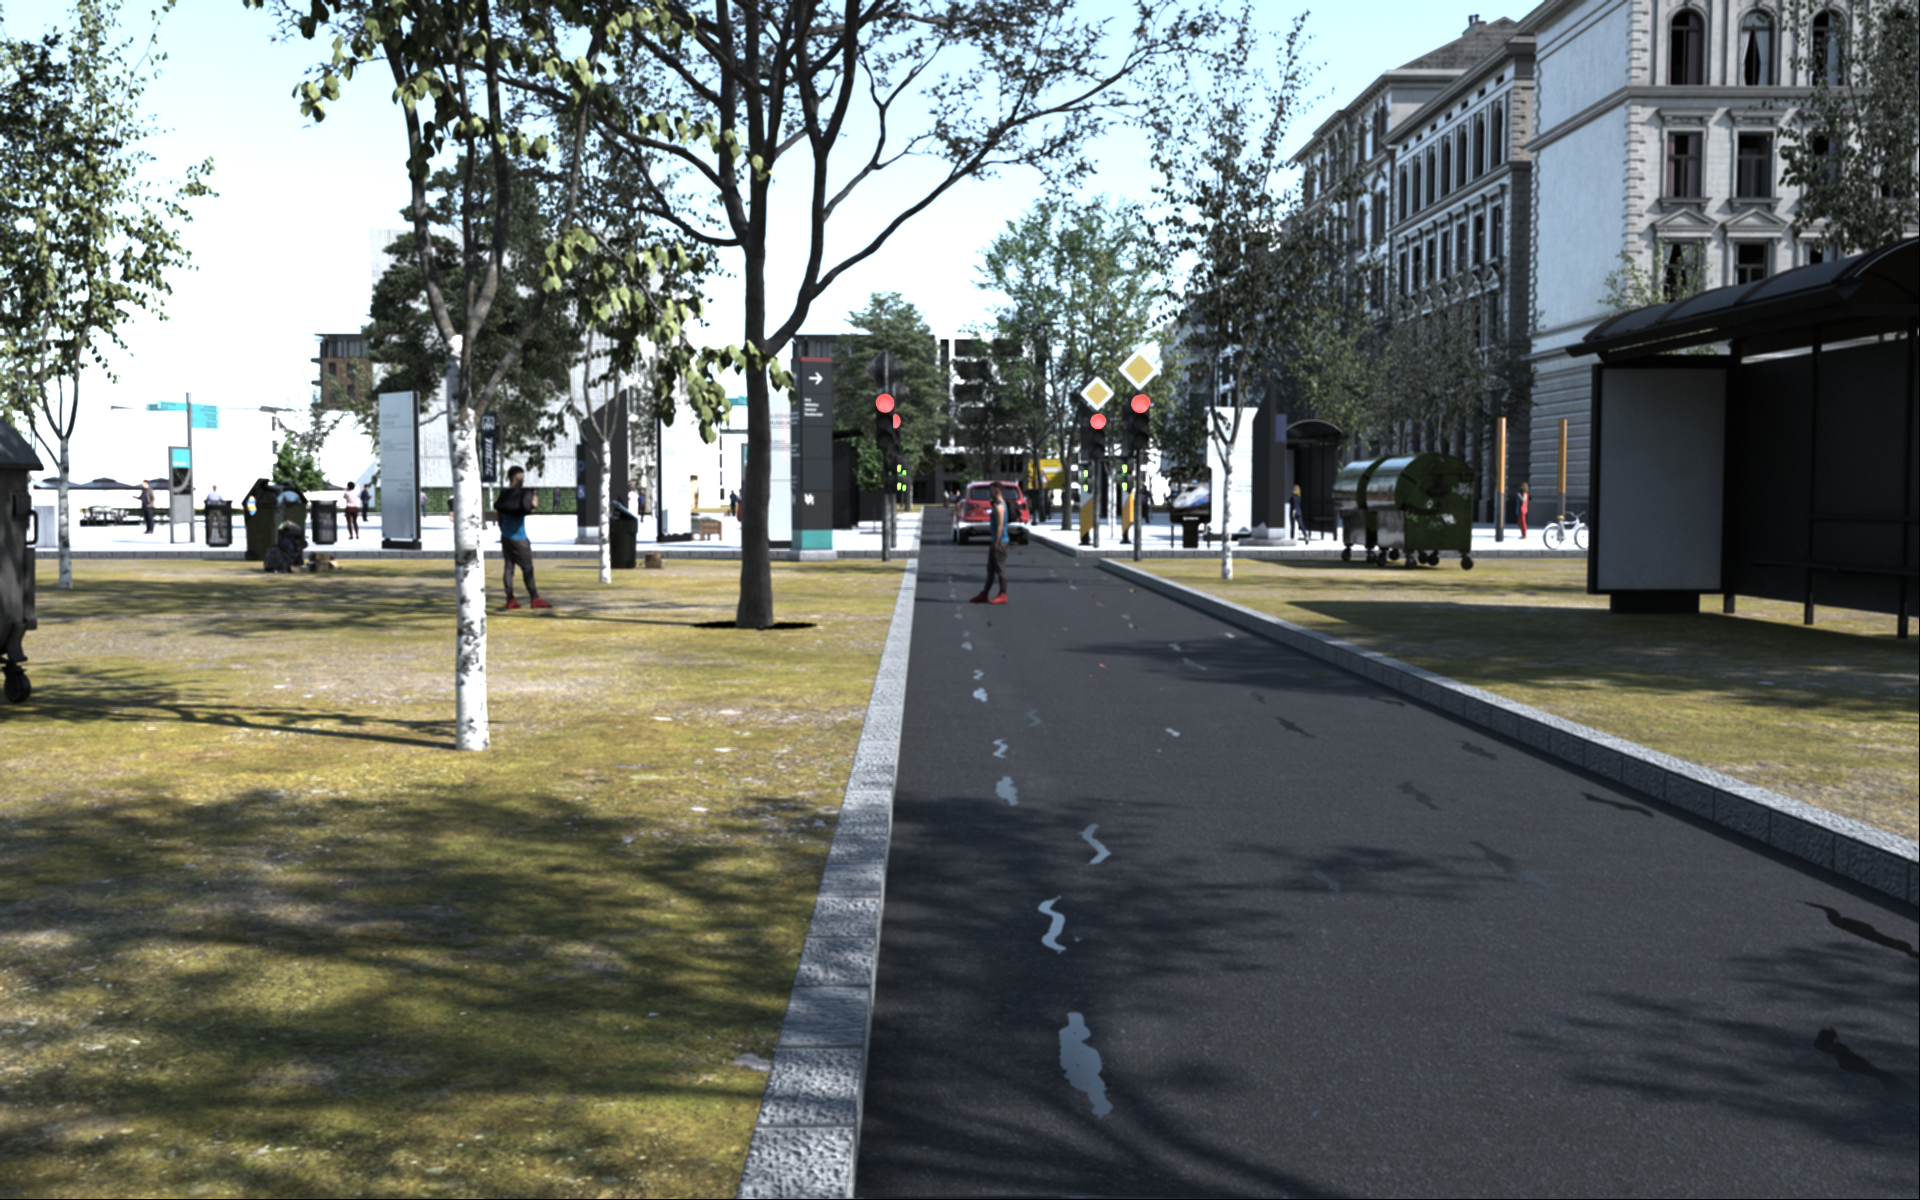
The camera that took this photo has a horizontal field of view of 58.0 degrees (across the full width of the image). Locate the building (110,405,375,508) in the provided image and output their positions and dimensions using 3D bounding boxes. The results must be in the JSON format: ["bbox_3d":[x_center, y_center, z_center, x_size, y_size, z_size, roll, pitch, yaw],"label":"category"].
[{"bbox_3d":[-65.851,-13.794,167.681,28.070,9.664,9.099,0,4,-1],"label":"building"}]

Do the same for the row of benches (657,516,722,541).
[{"bbox_3d":[-7.734,-2.062,49.184,1.422,0.672,4.104,-2,4,-27],"label":"row of benches"}]

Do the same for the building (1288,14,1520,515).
[{"bbox_3d":[28.962,-19.385,104.332,14.401,28.519,23.554,0,4,-1],"label":"building"}]

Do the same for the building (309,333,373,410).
[{"bbox_3d":[-66.317,-23.657,230.762,32.646,21.610,27.936,0,4,-1],"label":"building"}]

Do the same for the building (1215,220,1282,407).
[{"bbox_3d":[35.026,-18.464,145.859,27.936,21.610,32.646,0,4,-1],"label":"building"}]

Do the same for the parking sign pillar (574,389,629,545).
[{"bbox_3d":[-9.092,-3.399,44.046,1.447,3.967,1.447,3,5,44],"label":"parking sign pillar"}]

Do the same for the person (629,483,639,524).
[{"bbox_3d":[-13.935,-4.086,73.512,0.551,1.740,0.621,-3,4,-37],"label":"person"}]

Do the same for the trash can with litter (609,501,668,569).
[{"bbox_3d":[-5.580,-1.132,29.891,1.055,1.170,0.624,0,4,-5],"label":"trash can with litter"}]

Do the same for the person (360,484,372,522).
[{"bbox_3d":[-27.317,-4.466,79.766,0.504,1.737,0.576,0,4,-7],"label":"person"}]

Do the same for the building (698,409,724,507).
[{"bbox_3d":[-37.780,-13.808,167.909,28.070,9.664,9.099,0,4,-1],"label":"building"}]

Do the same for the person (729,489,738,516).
[{"bbox_3d":[-13.225,-5.678,101.092,0.499,1.552,0.429,2,4,24],"label":"person"}]

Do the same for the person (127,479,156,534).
[{"bbox_3d":[-26.216,-2.992,55.499,0.750,1.759,0.617,-3,5,-41],"label":"person"}]

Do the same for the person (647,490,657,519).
[{"bbox_3d":[-15.899,-5.019,90.057,0.963,1.587,0.435,-2,4,-35],"label":"person"}]

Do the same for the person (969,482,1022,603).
[{"bbox_3d":[0.467,-0.758,22.771,0.662,1.594,0.647,0,4,-7],"label":"person"}]

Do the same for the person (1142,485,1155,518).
[{"bbox_3d":[10.080,-5.284,92.962,0.750,1.759,0.617,0,4,-2],"label":"person"}]

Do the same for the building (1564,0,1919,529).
[{"bbox_3d":[32.309,-14.436,64.905,19.941,23.489,11.050,0,4,-1],"label":"building"}]

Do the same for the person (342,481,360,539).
[{"bbox_3d":[-17.244,-2.540,49.025,0.517,1.644,0.566,0,4,4],"label":"person"}]

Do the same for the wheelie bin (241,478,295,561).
[{"bbox_3d":[-13.354,-1.552,33.284,0.693,1.594,0.980,0,4,-5],"label":"wheelie bin"}]

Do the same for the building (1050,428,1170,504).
[{"bbox_3d":[25.643,-17.258,224.311,28.070,9.664,9.099,0,4,-1],"label":"building"}]

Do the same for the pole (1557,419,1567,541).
[{"bbox_3d":[16.398,-3.263,47.196,0.158,3.312,0.155,0,3,0],"label":"pole"}]

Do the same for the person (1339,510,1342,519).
[{"bbox_3d":[19.702,-5.067,89.686,0.742,1.727,0.445,1,4,22],"label":"person"}]

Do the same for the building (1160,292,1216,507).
[{"bbox_3d":[27.761,-19.073,168.259,16.016,20.091,11.380,0,4,-1],"label":"building"}]

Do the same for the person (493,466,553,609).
[{"bbox_3d":[-4.875,-0.696,19.288,0.647,1.594,0.662,2,4,27],"label":"person"}]

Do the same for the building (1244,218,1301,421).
[{"bbox_3d":[28.691,-16.354,123.802,16.016,20.091,11.380,0,4,-1],"label":"building"}]

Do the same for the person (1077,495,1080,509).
[{"bbox_3d":[10.177,-8.345,145.720,0.697,1.427,0.421,2,4,35],"label":"person"}]

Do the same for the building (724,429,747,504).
[{"bbox_3d":[-35.782,-17.156,222.649,28.070,9.664,9.099,0,4,-1],"label":"building"}]

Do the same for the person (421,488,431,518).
[{"bbox_3d":[-29.164,-5.257,93.955,0.963,1.587,0.435,0,4,-3],"label":"person"}]

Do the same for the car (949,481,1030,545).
[{"bbox_3d":[0.862,-2.551,50.377,2.281,1.827,5.304,0,4,-3],"label":"car"}]

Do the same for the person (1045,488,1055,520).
[{"bbox_3d":[4.353,-4.749,85.552,0.662,1.594,0.647,0,4,1],"label":"person"}]

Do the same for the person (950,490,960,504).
[{"bbox_3d":[-0.314,-7.061,124.747,0.742,1.727,0.445,0,4,-8],"label":"person"}]

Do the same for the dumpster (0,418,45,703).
[{"bbox_3d":[-6.278,-0.251,9.869,1.264,1.857,1.865,0,4,-1],"label":"dumpster"}]

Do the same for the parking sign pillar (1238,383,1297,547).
[{"bbox_3d":[7.589,-3.312,42.630,1.447,3.967,1.447,-1,4,-9],"label":"parking sign pillar"}]

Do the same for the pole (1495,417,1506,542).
[{"bbox_3d":[14.428,-3.204,46.229,0.158,3.312,0.155,0,3,0],"label":"pole"}]

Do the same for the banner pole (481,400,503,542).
[{"bbox_3d":[-12.489,-3.451,46.446,0.863,3.779,0.401,1,4,20],"label":"banner pole"}]

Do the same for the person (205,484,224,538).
[{"bbox_3d":[-21.822,-2.605,50.701,0.516,1.574,0.319,-1,4,-15],"label":"person"}]

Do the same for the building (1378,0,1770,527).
[{"bbox_3d":[27.971,-15.528,82.755,11.050,23.489,19.941,0,4,-1],"label":"building"}]

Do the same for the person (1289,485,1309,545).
[{"bbox_3d":[8.604,-2.168,44.029,0.613,1.512,0.480,2,4,27],"label":"person"}]

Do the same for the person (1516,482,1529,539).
[{"bbox_3d":[15.924,-2.530,49.109,0.593,1.614,0.444,-3,5,-44],"label":"person"}]

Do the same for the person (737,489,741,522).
[{"bbox_3d":[-10.034,-4.349,79.610,0.387,1.526,0.523,3,5,40],"label":"person"}]

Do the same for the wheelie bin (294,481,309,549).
[{"bbox_3d":[-15.586,-1.980,40.288,0.693,1.594,0.980,-3,5,-43],"label":"wheelie bin"}]

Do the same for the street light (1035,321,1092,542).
[{"bbox_3d":[2.871,-4.535,46.682,1.470,5.913,1.316,0,4,-1],"label":"street light"}]

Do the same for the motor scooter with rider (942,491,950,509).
[{"bbox_3d":[-1.328,-9.887,170.620,0.876,1.779,1.986,0,4,-1],"label":"motor scooter with rider"}]

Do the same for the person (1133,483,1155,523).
[{"bbox_3d":[8.089,-4.258,76.217,0.990,1.755,0.434,0,4,1],"label":"person"}]

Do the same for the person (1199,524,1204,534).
[{"bbox_3d":[7.666,-3.004,55.830,0.621,1.740,0.551,-2,4,-27],"label":"person"}]

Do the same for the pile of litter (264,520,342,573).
[{"bbox_3d":[-10.895,-0.911,28.859,1.176,0.858,1.719,1,4,21],"label":"pile of litter"}]

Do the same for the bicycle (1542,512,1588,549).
[{"bbox_3d":[14.158,-1.661,40.375,1.543,0.972,0.635,-1,4,-23],"label":"bicycle"}]

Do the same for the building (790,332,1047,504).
[{"bbox_3d":[-5.612,-23.730,231.952,32.646,21.610,27.936,0,4,-1],"label":"building"}]

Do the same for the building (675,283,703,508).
[{"bbox_3d":[-31.215,-18.126,152.779,16.016,20.091,11.380,0,4,-1],"label":"building"}]

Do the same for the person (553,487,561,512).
[{"bbox_3d":[-26.200,-6.488,112.565,0.683,1.767,0.568,1,4,10],"label":"person"}]

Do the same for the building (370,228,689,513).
[{"bbox_3d":[-31.142,-16.206,131.420,16.747,18.905,31.486,0,4,-1],"label":"building"}]

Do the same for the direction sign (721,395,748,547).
[{"bbox_3d":[-5.727,-3.299,42.702,1.411,3.948,2.525,0,4,5],"label":"direction sign"}]

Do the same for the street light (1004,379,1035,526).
[{"bbox_3d":[2.459,-5.946,69.758,1.470,5.913,1.316,0,4,-1],"label":"street light"}]

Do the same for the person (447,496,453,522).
[{"bbox_3d":[-22.865,-4.238,78.524,0.628,1.438,0.799,0,4,3],"label":"person"}]

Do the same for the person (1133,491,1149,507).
[{"bbox_3d":[7.573,-3.875,72.635,0.697,1.427,0.421,-1,4,-15],"label":"person"}]

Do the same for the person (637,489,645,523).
[{"bbox_3d":[-14.318,-4.220,77.729,0.574,1.496,0.600,-2,4,-35],"label":"person"}]

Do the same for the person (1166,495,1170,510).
[{"bbox_3d":[16.444,-7.738,135.785,0.697,1.427,0.421,-1,4,-21],"label":"person"}]

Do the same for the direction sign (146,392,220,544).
[{"bbox_3d":[-20.636,-3.460,45.337,1.411,3.948,2.525,1,4,11],"label":"direction sign"}]
